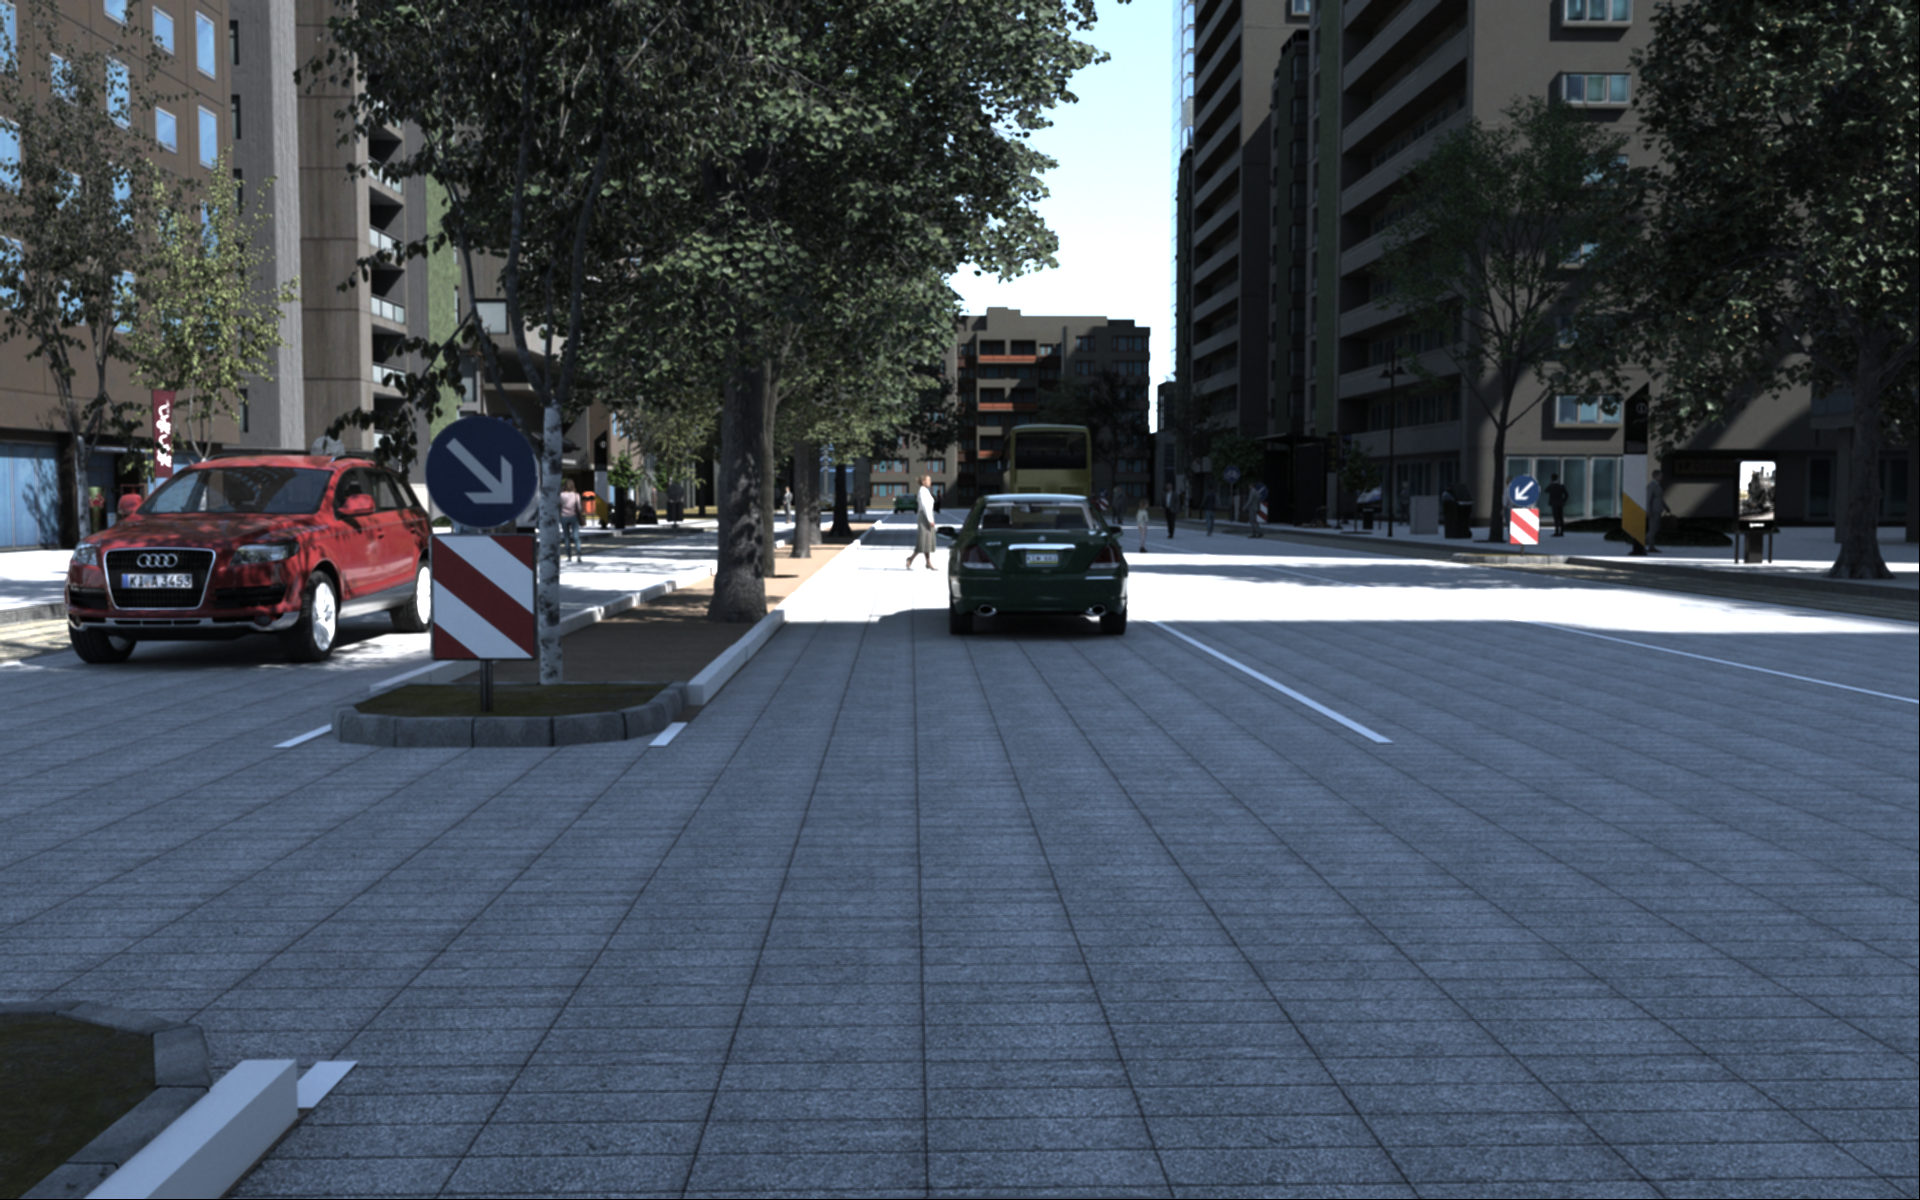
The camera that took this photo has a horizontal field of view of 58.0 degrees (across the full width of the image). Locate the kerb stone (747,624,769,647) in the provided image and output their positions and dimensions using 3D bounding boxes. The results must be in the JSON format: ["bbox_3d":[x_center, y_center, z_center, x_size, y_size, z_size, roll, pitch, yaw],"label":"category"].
[{"bbox_3d":[-1.918,0.365,16.250,0.120,0.150,1.000,0,4,-2],"label":"kerb stone"}]

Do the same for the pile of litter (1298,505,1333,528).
[{"bbox_3d":[13.485,-3.152,65.499,1.176,0.858,1.719,-1,4,-10],"label":"pile of litter"}]

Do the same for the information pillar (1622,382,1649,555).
[{"bbox_3d":[14.123,-2.742,36.193,0.504,3.616,0.183,0,4,-1],"label":"information pillar"}]

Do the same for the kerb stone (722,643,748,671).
[{"bbox_3d":[-1.863,0.489,14.203,0.120,0.150,1.000,0,4,-2],"label":"kerb stone"}]

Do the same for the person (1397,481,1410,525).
[{"bbox_3d":[18.157,-3.950,70.807,0.526,1.800,0.537,0,3,0],"label":"person"}]

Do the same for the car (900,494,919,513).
[{"bbox_3d":[-3.743,-7.614,134.269,2.009,1.686,4.222,0,4,0],"label":"car"}]

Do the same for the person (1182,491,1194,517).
[{"bbox_3d":[12.947,-5.459,98.532,0.697,1.427,0.421,-1,4,-12],"label":"person"}]

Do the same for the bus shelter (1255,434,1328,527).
[{"bbox_3d":[13.427,-4.837,70.370,1.731,3.624,6.357,0,4,-2],"label":"bus shelter"}]

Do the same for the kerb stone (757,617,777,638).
[{"bbox_3d":[-1.952,0.301,17.272,0.120,0.150,1.000,0,4,-2],"label":"kerb stone"}]

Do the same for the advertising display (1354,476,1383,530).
[{"bbox_3d":[14.704,-3.497,62.381,0.974,1.923,0.123,0,4,8],"label":"advertising display"}]

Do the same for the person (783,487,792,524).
[{"bbox_3d":[-8.253,-4.505,82.438,0.520,1.790,0.573,1,4,18],"label":"person"}]

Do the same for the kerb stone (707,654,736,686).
[{"bbox_3d":[-1.834,0.552,13.178,0.120,0.150,1.000,0,4,-2],"label":"kerb stone"}]

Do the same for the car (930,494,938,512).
[{"bbox_3d":[-2.668,-7.991,140.446,2.009,1.686,4.222,0,4,-1],"label":"car"}]

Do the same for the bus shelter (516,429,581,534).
[{"bbox_3d":[-13.836,-3.817,56.327,2.014,3.302,5.546,0,4,-2],"label":"bus shelter"}]

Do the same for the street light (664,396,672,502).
[{"bbox_3d":[-13.272,-6.486,78.828,0.468,5.910,1.993,0,4,-2],"label":"street light"}]

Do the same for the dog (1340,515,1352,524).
[{"bbox_3d":[16.464,-3.430,73.810,0.748,0.427,0.550,0,4,-7],"label":"dog"}]

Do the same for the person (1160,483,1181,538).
[{"bbox_3d":[6.792,-2.888,56.111,0.661,1.777,0.834,1,4,17],"label":"person"}]

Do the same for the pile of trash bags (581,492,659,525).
[{"bbox_3d":[-14.320,-3.809,72.037,1.912,1.369,3.447,3,4,38],"label":"pile of trash bags"}]

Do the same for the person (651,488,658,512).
[{"bbox_3d":[-21.955,-7.209,124.464,0.434,1.755,0.990,0,4,3],"label":"person"}]

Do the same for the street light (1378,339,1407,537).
[{"bbox_3d":[12.914,-4.834,51.818,0.468,5.910,1.993,0,4,-2],"label":"street light"}]

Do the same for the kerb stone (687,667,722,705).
[{"bbox_3d":[-1.800,0.614,12.156,0.120,0.150,1.000,0,4,-2],"label":"kerb stone"}]

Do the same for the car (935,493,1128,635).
[{"bbox_3d":[0.788,-0.446,19.083,2.131,1.459,4.920,0,4,0],"label":"car"}]

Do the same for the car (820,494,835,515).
[{"bbox_3d":[-9.440,-6.767,120.866,2.015,1.641,3.980,0,4,-2],"label":"car"}]

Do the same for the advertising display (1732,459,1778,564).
[{"bbox_3d":[14.655,-1.635,31.941,0.974,1.923,0.123,-2,4,-24],"label":"advertising display"}]

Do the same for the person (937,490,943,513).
[{"bbox_3d":[-1.499,-7.310,128.696,0.721,1.739,1.217,1,4,14],"label":"person"}]

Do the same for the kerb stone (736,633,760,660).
[{"bbox_3d":[-1.883,0.428,15.225,0.120,0.150,1.000,0,4,-2],"label":"kerb stone"}]

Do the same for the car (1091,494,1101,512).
[{"bbox_3d":[7.010,-5.513,99.179,2.155,1.783,4.494,0,4,-1],"label":"car"}]

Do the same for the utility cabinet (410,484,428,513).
[{"bbox_3d":[-11.984,-1.767,37.565,0.318,1.500,1.173,1,4,14],"label":"utility cabinet"}]

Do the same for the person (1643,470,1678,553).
[{"bbox_3d":[15.285,-1.950,38.048,0.853,1.813,0.709,3,4,36],"label":"person"}]

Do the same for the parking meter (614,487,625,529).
[{"bbox_3d":[-12.472,-3.369,63.487,0.372,1.533,0.369,0,3,0],"label":"parking meter"}]

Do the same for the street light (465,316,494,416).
[{"bbox_3d":[-12.401,-4.417,45.006,0.468,5.910,1.993,0,4,-2],"label":"street light"}]

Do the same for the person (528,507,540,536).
[{"bbox_3d":[-12.677,-2.507,52.528,1.012,1.151,0.738,1,4,9],"label":"person"}]

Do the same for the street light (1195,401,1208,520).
[{"bbox_3d":[11.972,-6.920,85.930,0.468,5.910,1.993,0,4,-2],"label":"street light"}]

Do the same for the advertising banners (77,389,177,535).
[{"bbox_3d":[-13.579,-1.967,28.341,0.090,3.025,2.074,1,4,20],"label":"advertising banners"}]

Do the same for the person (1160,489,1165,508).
[{"bbox_3d":[18.560,-9.349,159.436,0.750,1.759,0.617,3,5,42],"label":"person"}]

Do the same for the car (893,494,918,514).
[{"bbox_3d":[-4.000,-7.322,128.507,1.959,1.807,4.718,0,4,-1],"label":"car"}]

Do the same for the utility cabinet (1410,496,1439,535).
[{"bbox_3d":[14.736,-2.680,54.982,1.020,1.237,0.306,-2,4,-33],"label":"utility cabinet"}]

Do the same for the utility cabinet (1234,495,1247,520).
[{"bbox_3d":[13.782,-4.526,85.155,0.306,1.237,1.020,-1,4,-10],"label":"utility cabinet"}]

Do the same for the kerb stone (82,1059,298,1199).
[{"bbox_3d":[-1.556,1.151,3.447,0.120,0.150,1.000,0,4,-2],"label":"kerb stone"}]

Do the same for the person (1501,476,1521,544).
[{"bbox_3d":[14.137,-2.281,44.005,0.598,1.740,0.731,3,5,42],"label":"person"}]

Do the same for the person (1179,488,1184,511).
[{"bbox_3d":[16.898,-7.644,131.753,0.721,1.736,1.217,1,4,22],"label":"person"}]

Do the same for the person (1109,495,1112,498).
[{"bbox_3d":[13.567,-8.894,151.460,0.705,1.824,1.348,-3,5,-40],"label":"person"}]

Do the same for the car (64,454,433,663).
[{"bbox_3d":[-6.479,-0.471,16.381,2.281,1.827,5.304,0,4,-2],"label":"car"}]

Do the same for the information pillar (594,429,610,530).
[{"bbox_3d":[-12.947,-4.353,62.531,0.504,3.616,0.183,-3,4,-37],"label":"information pillar"}]

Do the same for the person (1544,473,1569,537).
[{"bbox_3d":[17.957,-2.862,52.205,0.648,1.900,0.474,-1,4,-18],"label":"person"}]

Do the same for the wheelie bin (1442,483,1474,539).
[{"bbox_3d":[14.339,-2.576,50.025,0.980,1.594,0.693,-2,4,-25],"label":"wheelie bin"}]
